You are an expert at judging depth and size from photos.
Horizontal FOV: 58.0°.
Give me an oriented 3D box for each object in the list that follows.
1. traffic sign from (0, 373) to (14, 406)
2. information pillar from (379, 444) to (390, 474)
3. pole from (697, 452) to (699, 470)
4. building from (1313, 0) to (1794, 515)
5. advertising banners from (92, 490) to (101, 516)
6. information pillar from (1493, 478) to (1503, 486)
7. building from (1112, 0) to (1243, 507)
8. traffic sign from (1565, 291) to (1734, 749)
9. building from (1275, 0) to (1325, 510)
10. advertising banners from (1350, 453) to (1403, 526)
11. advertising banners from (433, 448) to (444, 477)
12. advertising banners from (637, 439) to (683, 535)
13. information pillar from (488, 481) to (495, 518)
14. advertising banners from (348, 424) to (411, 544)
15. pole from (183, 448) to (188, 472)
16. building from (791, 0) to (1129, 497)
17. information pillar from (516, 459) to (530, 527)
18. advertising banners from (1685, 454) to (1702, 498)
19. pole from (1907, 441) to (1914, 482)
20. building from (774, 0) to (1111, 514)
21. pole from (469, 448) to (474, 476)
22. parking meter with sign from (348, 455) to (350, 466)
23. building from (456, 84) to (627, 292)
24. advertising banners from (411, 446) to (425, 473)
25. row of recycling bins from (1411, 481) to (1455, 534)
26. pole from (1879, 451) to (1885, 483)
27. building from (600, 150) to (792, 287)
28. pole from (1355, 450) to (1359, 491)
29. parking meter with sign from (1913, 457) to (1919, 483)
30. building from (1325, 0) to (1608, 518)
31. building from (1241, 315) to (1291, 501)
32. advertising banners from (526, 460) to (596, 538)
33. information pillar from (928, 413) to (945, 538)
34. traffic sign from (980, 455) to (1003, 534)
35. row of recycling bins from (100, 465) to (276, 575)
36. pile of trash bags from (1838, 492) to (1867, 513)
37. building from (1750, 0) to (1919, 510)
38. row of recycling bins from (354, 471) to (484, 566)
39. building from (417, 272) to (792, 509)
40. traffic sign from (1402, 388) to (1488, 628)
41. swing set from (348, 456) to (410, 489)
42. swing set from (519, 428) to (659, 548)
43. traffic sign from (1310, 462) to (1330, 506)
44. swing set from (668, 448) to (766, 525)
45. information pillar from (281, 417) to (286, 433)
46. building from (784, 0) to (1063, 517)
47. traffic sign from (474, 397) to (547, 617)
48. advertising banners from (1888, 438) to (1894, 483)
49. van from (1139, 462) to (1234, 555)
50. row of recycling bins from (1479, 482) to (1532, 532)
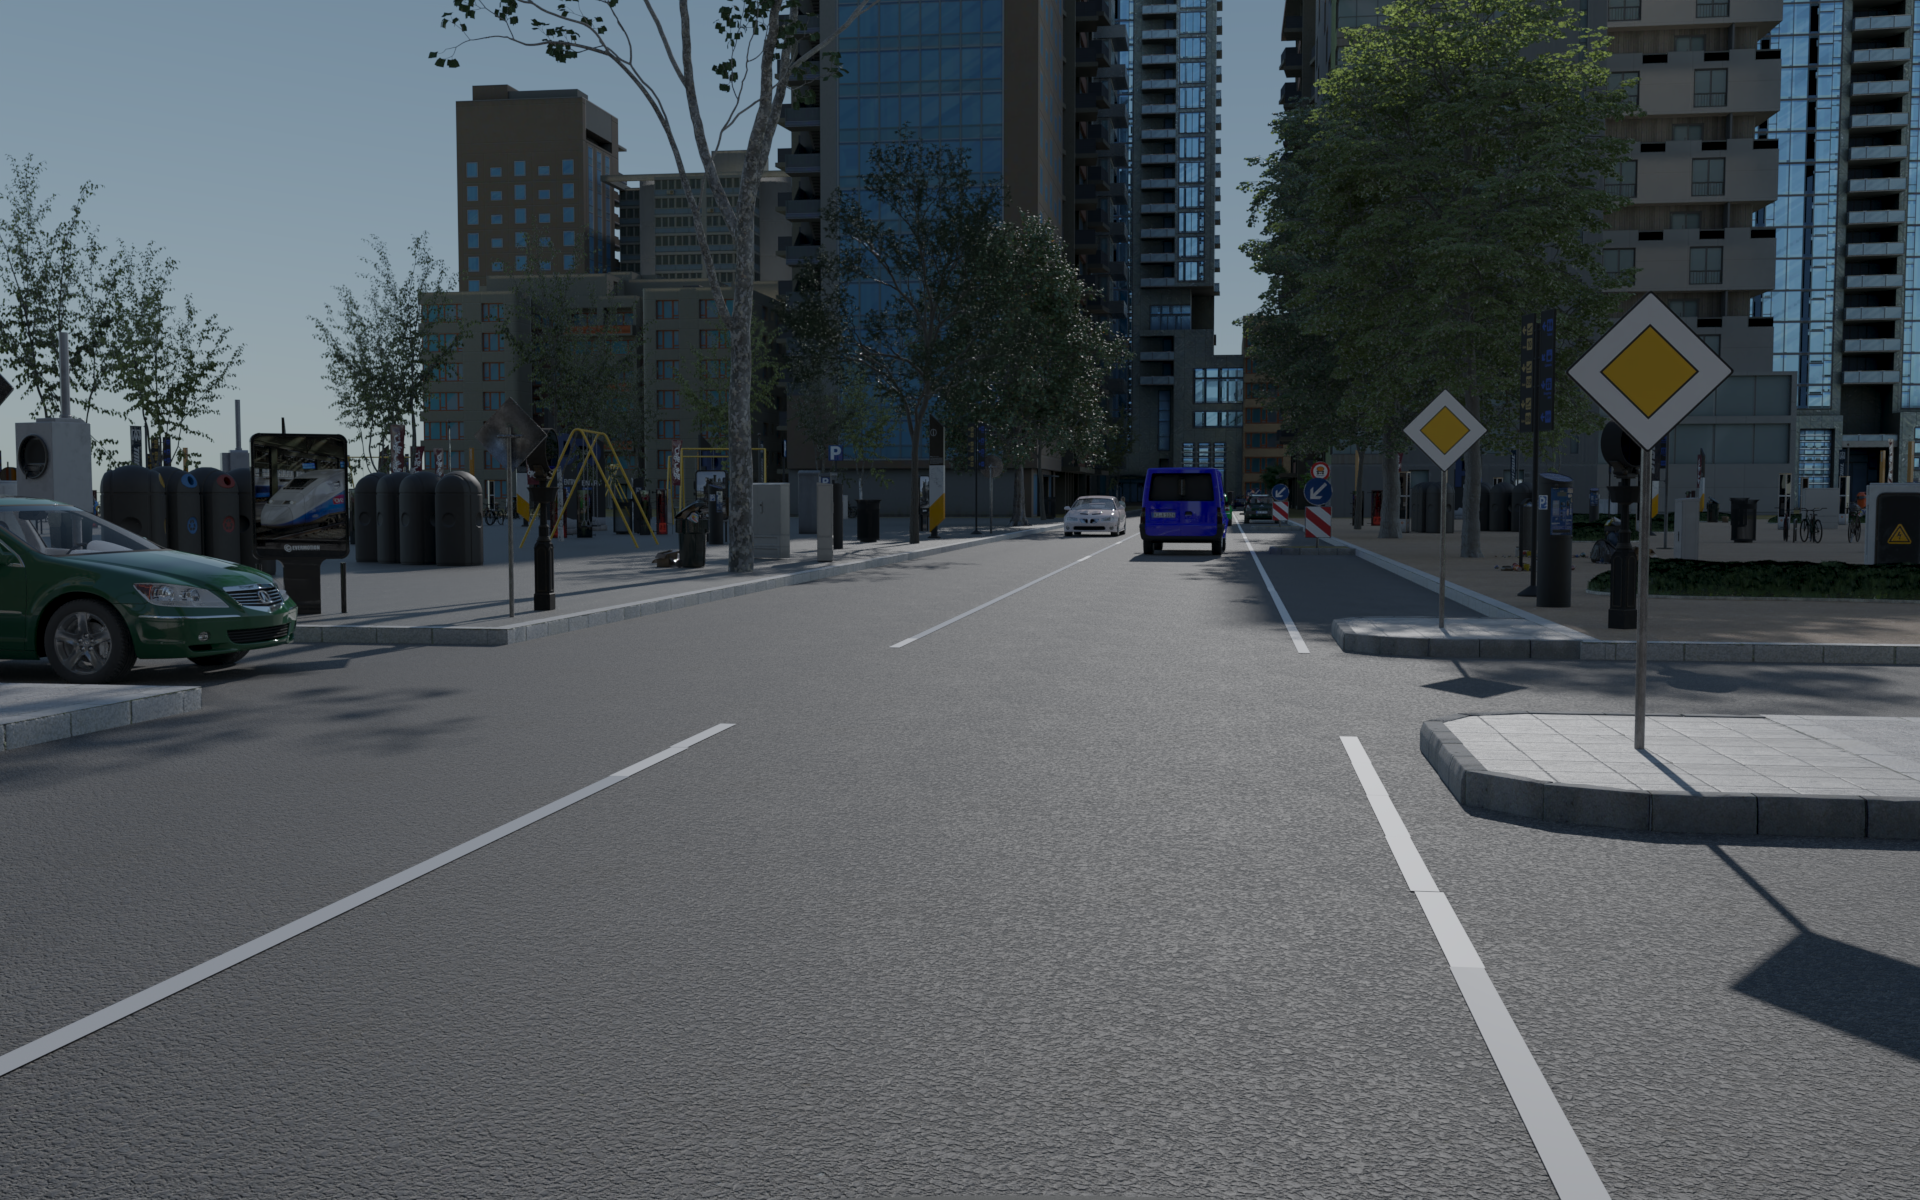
[{"bbox_3d":[-5.865,-0.394,10.089,0.795,2.450,0.064,1,4,9],"label":"traffic sign"},{"bbox_3d":[-27.100,-5.521,81.617,0.504,3.616,0.183,0,4,3],"label":"information pillar"},{"bbox_3d":[-12.674,-5.533,84.309,0.158,3.312,0.155,0,3,0],"label":"pole"},{"bbox_3d":[38.497,-32.357,118.280,28.713,52.752,27.495,1,4,9],"label":"building"},{"bbox_3d":[-33.146,-4.274,66.072,2.074,3.025,0.090,0,4,3],"label":"advertising banners"},{"bbox_3d":[24.201,-4.493,77.957,0.304,2.012,0.304,-1,4,-16],"label":"information pillar"},{"bbox_3d":[14.930,-53.437,186.364,31.000,86.520,22.319,1,4,9],"label":"building"},{"bbox_3d":[3.420,-0.307,8.665,0.795,2.450,0.064,1,4,9],"label":"traffic sign"},{"bbox_3d":[38.332,-30.119,147.064,22.147,44.769,28.867,1,4,9],"label":"building"},{"bbox_3d":[16.784,-4.498,69.726,2.074,3.025,0.090,1,4,11],"label":"advertising banners"},{"bbox_3d":[-18.969,-4.206,64.961,2.074,3.025,0.090,2,4,29],"label":"advertising banners"},{"bbox_3d":[-9.443,-3.577,54.676,0.090,3.025,2.074,2,4,34],"label":"advertising banners"},{"bbox_3d":[-25.645,-5.522,94.774,0.304,2.012,0.304,-2,4,-26],"label":"information pillar"},{"bbox_3d":[-14.719,-2.905,43.682,2.074,3.025,0.090,2,4,28],"label":"advertising banners"},{"bbox_3d":[-33.907,-5.018,75.893,0.158,3.312,0.155,0,3,0],"label":"pole"},{"bbox_3d":[-0.298,-32.899,157.511,30.456,49.044,23.786,1,4,9],"label":"building"},{"bbox_3d":[-17.177,-4.693,68.083,0.504,3.616,0.183,-2,4,-24],"label":"information pillar"},{"bbox_3d":[32.679,-4.954,77.185,0.090,3.025,2.074,0,4,6],"label":"advertising banners"},{"bbox_3d":[36.694,-4.469,66.904,0.158,3.312,0.155,0,3,0],"label":"pole"},{"bbox_3d":[-0.913,-28.640,122.887,22.147,44.769,28.867,1,4,9],"label":"building"},{"bbox_3d":[-21.537,-5.054,76.471,0.158,3.312,0.155,0,3,0],"label":"pole"},{"bbox_3d":[-27.388,-4.900,76.368,0.543,3.016,1.738,0,4,-4],"label":"parking meter with sign"},{"bbox_3d":[-45.968,-33.173,192.489,14.200,45.320,14.600,1,4,9],"label":"building"},{"bbox_3d":[-20.384,-4.059,62.552,2.074,3.025,0.090,-1,4,-19],"label":"advertising banners"},{"bbox_3d":[15.757,-3.108,57.923,1.069,1.692,3.534,0,4,5],"label":"row of recycling bins"},{"bbox_3d":[43.294,-5.351,81.340,0.158,3.312,0.155,0,3,0],"label":"pole"},{"bbox_3d":[-25.553,-30.973,198.295,23.993,40.220,32.217,1,4,9],"label":"building"},{"bbox_3d":[18.453,-5.296,80.431,0.158,3.312,0.155,0,3,0],"label":"pole"},{"bbox_3d":[44.563,-5.166,80.726,1.738,3.016,0.543,-3,4,-37],"label":"parking meter with sign"},{"bbox_3d":[28.081,-25.376,98.499,14.154,41.232,14.086,1,4,9],"label":"building"},{"bbox_3d":[44.996,-20.881,186.442,28.899,21.520,27.650,1,4,9],"label":"building"},{"bbox_3d":[-11.680,-3.319,50.454,2.074,3.025,0.090,-1,4,-23],"label":"advertising banners"},{"bbox_3d":[-0.675,-3.595,50.126,0.504,3.616,0.183,2,4,28],"label":"information pillar"},{"bbox_3d":[1.006,-3.423,56.074,0.768,2.556,0.104,1,4,11],"label":"traffic sign"},{"bbox_3d":[-11.561,-1.154,25.989,1.069,1.692,3.534,1,4,11],"label":"row of recycling bins"},{"bbox_3d":[40.844,-4.299,80.045,3.447,1.369,1.912,-2,4,-30],"label":"pile of trash bags"},{"bbox_3d":[71.633,-50.941,145.552,31.000,86.520,22.319,1,4,9],"label":"building"},{"bbox_3d":[-10.029,-1.519,31.946,3.534,1.692,1.069,3,5,41],"label":"row of recycling bins"},{"bbox_3d":[-30.051,-19.269,160.082,28.899,21.520,27.650,1,4,9],"label":"building"},{"bbox_3d":[4.618,-0.790,16.560,0.795,2.450,0.064,1,4,9],"label":"traffic sign"},{"bbox_3d":[-24.220,-4.564,72.237,3.119,2.851,2.862,0,4,0],"label":"swing set"},{"bbox_3d":[-9.093,-2.746,42.512,2.862,2.851,3.119,0,4,0],"label":"swing set"},{"bbox_3d":[14.131,-4.149,67.947,0.768,2.556,0.104,1,4,18],"label":"traffic sign"},{"bbox_3d":[-8.181,-3.758,59.070,3.119,2.851,2.862,0,4,-6],"label":"swing set"},{"bbox_3d":[-20.691,-3.775,53.074,0.183,3.616,0.504,-1,4,-16],"label":"information pillar"},{"bbox_3d":[-1.554,-27.581,101.068,14.600,45.320,14.200,1,4,9],"label":"building"},{"bbox_3d":[-4.667,-0.877,17.984,0.795,2.450,0.064,1,4,9],"label":"traffic sign"},{"bbox_3d":[29.830,-3.603,55.105,2.074,3.025,0.090,-3,5,-44],"label":"advertising banners"},{"bbox_3d":[5.557,-2.332,42.507,2.240,2.365,5.245,1,4,10],"label":"van"},{"bbox_3d":[18.943,-3.175,59.028,1.069,1.692,3.534,-3,4,-37],"label":"row of recycling bins"}]
